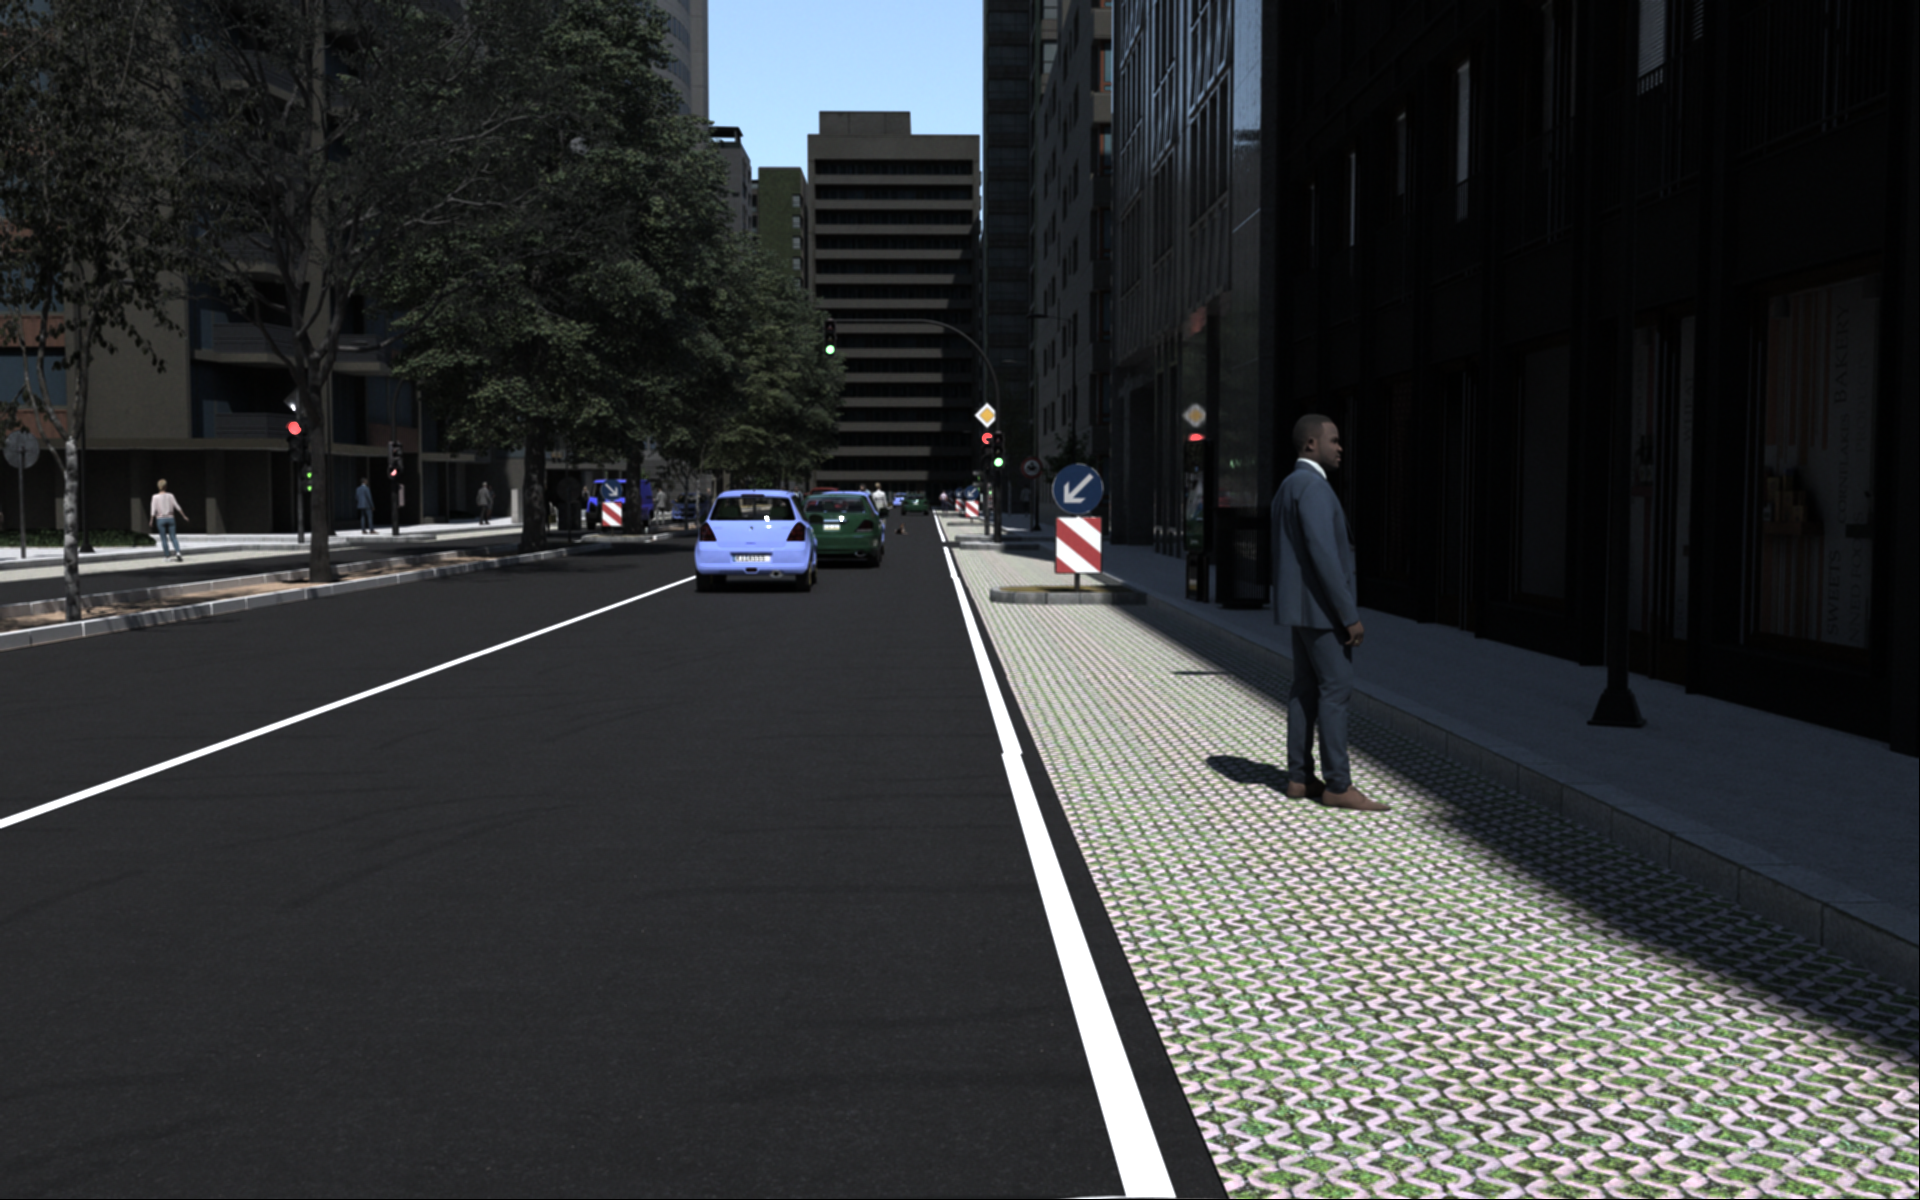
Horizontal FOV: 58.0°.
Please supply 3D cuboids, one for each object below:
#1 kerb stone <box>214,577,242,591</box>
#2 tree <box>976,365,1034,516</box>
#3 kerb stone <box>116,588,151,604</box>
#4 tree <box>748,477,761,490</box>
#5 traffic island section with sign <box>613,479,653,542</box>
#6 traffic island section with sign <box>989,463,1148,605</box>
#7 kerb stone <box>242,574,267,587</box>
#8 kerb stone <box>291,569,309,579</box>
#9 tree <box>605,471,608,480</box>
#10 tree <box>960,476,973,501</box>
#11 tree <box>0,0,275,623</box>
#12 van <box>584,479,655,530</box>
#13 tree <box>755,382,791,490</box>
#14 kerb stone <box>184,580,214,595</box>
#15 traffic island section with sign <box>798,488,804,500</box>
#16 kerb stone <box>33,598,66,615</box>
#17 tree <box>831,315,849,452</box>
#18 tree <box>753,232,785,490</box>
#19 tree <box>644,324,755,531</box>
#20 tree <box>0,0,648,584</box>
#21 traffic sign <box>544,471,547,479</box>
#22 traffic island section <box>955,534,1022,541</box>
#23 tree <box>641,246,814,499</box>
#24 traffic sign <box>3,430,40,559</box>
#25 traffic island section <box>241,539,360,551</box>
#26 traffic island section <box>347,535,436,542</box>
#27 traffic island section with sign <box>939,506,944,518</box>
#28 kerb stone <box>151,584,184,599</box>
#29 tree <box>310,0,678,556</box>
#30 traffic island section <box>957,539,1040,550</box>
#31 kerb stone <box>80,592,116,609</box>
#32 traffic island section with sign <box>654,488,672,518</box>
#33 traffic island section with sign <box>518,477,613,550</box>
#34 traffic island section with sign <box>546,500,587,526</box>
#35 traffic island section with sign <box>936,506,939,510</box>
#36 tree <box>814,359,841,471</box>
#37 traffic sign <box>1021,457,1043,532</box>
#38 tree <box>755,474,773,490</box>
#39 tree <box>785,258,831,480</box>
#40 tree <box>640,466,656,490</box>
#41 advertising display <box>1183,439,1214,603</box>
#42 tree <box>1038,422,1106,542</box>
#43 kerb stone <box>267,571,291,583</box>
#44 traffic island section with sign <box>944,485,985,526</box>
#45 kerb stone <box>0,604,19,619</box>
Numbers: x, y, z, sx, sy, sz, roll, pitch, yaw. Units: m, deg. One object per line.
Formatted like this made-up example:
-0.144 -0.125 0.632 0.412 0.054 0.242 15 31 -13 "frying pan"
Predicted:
-11.064 -0.225 25.956 0.120 0.150 1.000 0 4 -1 "kerb stone"
3.100 -9.130 99.636 4.737 8.622 4.395 0 3 0 "tree"
-11.012 -0.042 22.876 0.120 0.150 1.000 0 4 -1 "kerb stone"
-22.102 -11.689 185.720 1.663 3.219 1.824 0 3 0 "tree"
-10.488 -2.730 52.775 2.006 1.907 1.989 0 4 -1 "traffic island section with sign"
1.409 -0.892 23.215 1.989 1.847 2.006 0 4 -1 "traffic island section with sign"
-11.085 -0.290 26.978 0.120 0.150 1.000 0 4 -1 "kerb stone"
-11.115 -0.418 29.028 0.120 0.150 1.000 0 4 -1 "kerb stone"
-25.173 -7.978 125.033 1.663 3.219 1.824 0 3 0 "tree"
0.935 -11.568 183.745 1.663 3.219 1.824 0 3 0 "tree"
-9.856 -4.060 19.195 4.360 8.622 3.978 0 3 0 "tree"
-13.893 -4.058 70.730 2.240 2.365 5.245 0 3 0 "van"
-11.338 -8.723 95.448 4.360 8.622 3.978 0 3 0 "tree"
-11.048 -0.162 24.934 0.120 0.150 1.000 0 4 -1 "kerb stone"
-11.870 -7.325 127.901 2.006 1.907 1.989 0 4 -1 "traffic island section with sign"
-10.965 0.085 20.833 0.120 0.150 1.000 0 4 -1 "kerb stone"
-10.998 -11.860 103.022 9.857 13.997 8.962 0 3 0 "tree"
-10.730 -9.003 56.312 9.857 13.997 8.962 0 3 0 "tree"
-10.650 -7.177 70.156 4.360 8.622 3.978 0 3 0 "tree"
-10.252 -7.002 27.310 12.009 13.543 11.850 0 3 0 "tree"
-19.464 -4.883 79.949 0.768 2.556 0.104 0 4 1 "traffic sign"
0.854 -1.898 53.321 2.009 0.180 2.903 0 4 -1 "traffic island section"
-10.830 -9.586 77.316 7.486 12.596 7.792 0 3 0 "tree"
-18.627 -2.096 34.374 0.768 2.556 0.104 0 4 5 "traffic sign"
-17.139 -1.390 45.011 2.009 0.180 2.903 0 4 -1 "traffic island section"
-17.284 -1.879 52.995 2.009 0.180 2.903 0 4 -1 "traffic island section"
-0.098 -5.904 105.161 1.989 1.847 2.006 0 4 -1 "traffic island section with sign"
-11.024 -0.101 23.907 0.120 0.150 1.000 0 4 -1 "kerb stone"
-9.815 -7.973 39.469 9.857 13.997 8.962 0 3 0 "tree"
1.000 -1.410 45.337 2.009 0.180 2.903 0 4 -1 "traffic island section"
-10.985 0.021 21.855 0.120 0.150 1.000 0 4 -1 "kerb stone"
-17.902 -5.872 104.638 1.989 1.847 2.006 0 4 -1 "traffic island section with sign"
-10.362 -2.277 45.369 2.006 1.907 1.989 0 4 -1 "traffic island section with sign"
-17.414 -4.224 77.687 1.989 1.847 2.006 0 4 -1 "traffic island section with sign"
-1.005 -8.956 155.058 1.989 1.847 2.006 0 4 -1 "traffic island section with sign"
-11.805 -11.997 116.733 7.486 12.596 7.792 0 3 0 "tree"
2.439 -3.593 58.850 0.768 2.556 0.104 0 4 0 "traffic sign"
-22.850 -13.573 205.630 4.285 4.588 4.351 0 3 0 "tree"
-11.382 -10.858 86.636 9.857 13.997 8.962 0 3 0 "tree"
-21.158 -7.454 116.479 1.663 3.219 1.824 0 3 0 "tree"
2.852 -0.951 20.770 0.123 1.923 0.974 0 4 -7 "advertising display"
2.960 -3.169 46.420 1.663 3.219 1.824 0 3 0 "tree"
-11.102 -0.355 28.006 0.120 0.150 1.000 0 4 -1 "kerb stone"
0.411 -4.238 77.915 1.989 1.847 2.006 0 4 -1 "traffic island section with sign"
-10.949 0.146 19.811 0.120 0.150 1.000 0 4 -1 "kerb stone"
